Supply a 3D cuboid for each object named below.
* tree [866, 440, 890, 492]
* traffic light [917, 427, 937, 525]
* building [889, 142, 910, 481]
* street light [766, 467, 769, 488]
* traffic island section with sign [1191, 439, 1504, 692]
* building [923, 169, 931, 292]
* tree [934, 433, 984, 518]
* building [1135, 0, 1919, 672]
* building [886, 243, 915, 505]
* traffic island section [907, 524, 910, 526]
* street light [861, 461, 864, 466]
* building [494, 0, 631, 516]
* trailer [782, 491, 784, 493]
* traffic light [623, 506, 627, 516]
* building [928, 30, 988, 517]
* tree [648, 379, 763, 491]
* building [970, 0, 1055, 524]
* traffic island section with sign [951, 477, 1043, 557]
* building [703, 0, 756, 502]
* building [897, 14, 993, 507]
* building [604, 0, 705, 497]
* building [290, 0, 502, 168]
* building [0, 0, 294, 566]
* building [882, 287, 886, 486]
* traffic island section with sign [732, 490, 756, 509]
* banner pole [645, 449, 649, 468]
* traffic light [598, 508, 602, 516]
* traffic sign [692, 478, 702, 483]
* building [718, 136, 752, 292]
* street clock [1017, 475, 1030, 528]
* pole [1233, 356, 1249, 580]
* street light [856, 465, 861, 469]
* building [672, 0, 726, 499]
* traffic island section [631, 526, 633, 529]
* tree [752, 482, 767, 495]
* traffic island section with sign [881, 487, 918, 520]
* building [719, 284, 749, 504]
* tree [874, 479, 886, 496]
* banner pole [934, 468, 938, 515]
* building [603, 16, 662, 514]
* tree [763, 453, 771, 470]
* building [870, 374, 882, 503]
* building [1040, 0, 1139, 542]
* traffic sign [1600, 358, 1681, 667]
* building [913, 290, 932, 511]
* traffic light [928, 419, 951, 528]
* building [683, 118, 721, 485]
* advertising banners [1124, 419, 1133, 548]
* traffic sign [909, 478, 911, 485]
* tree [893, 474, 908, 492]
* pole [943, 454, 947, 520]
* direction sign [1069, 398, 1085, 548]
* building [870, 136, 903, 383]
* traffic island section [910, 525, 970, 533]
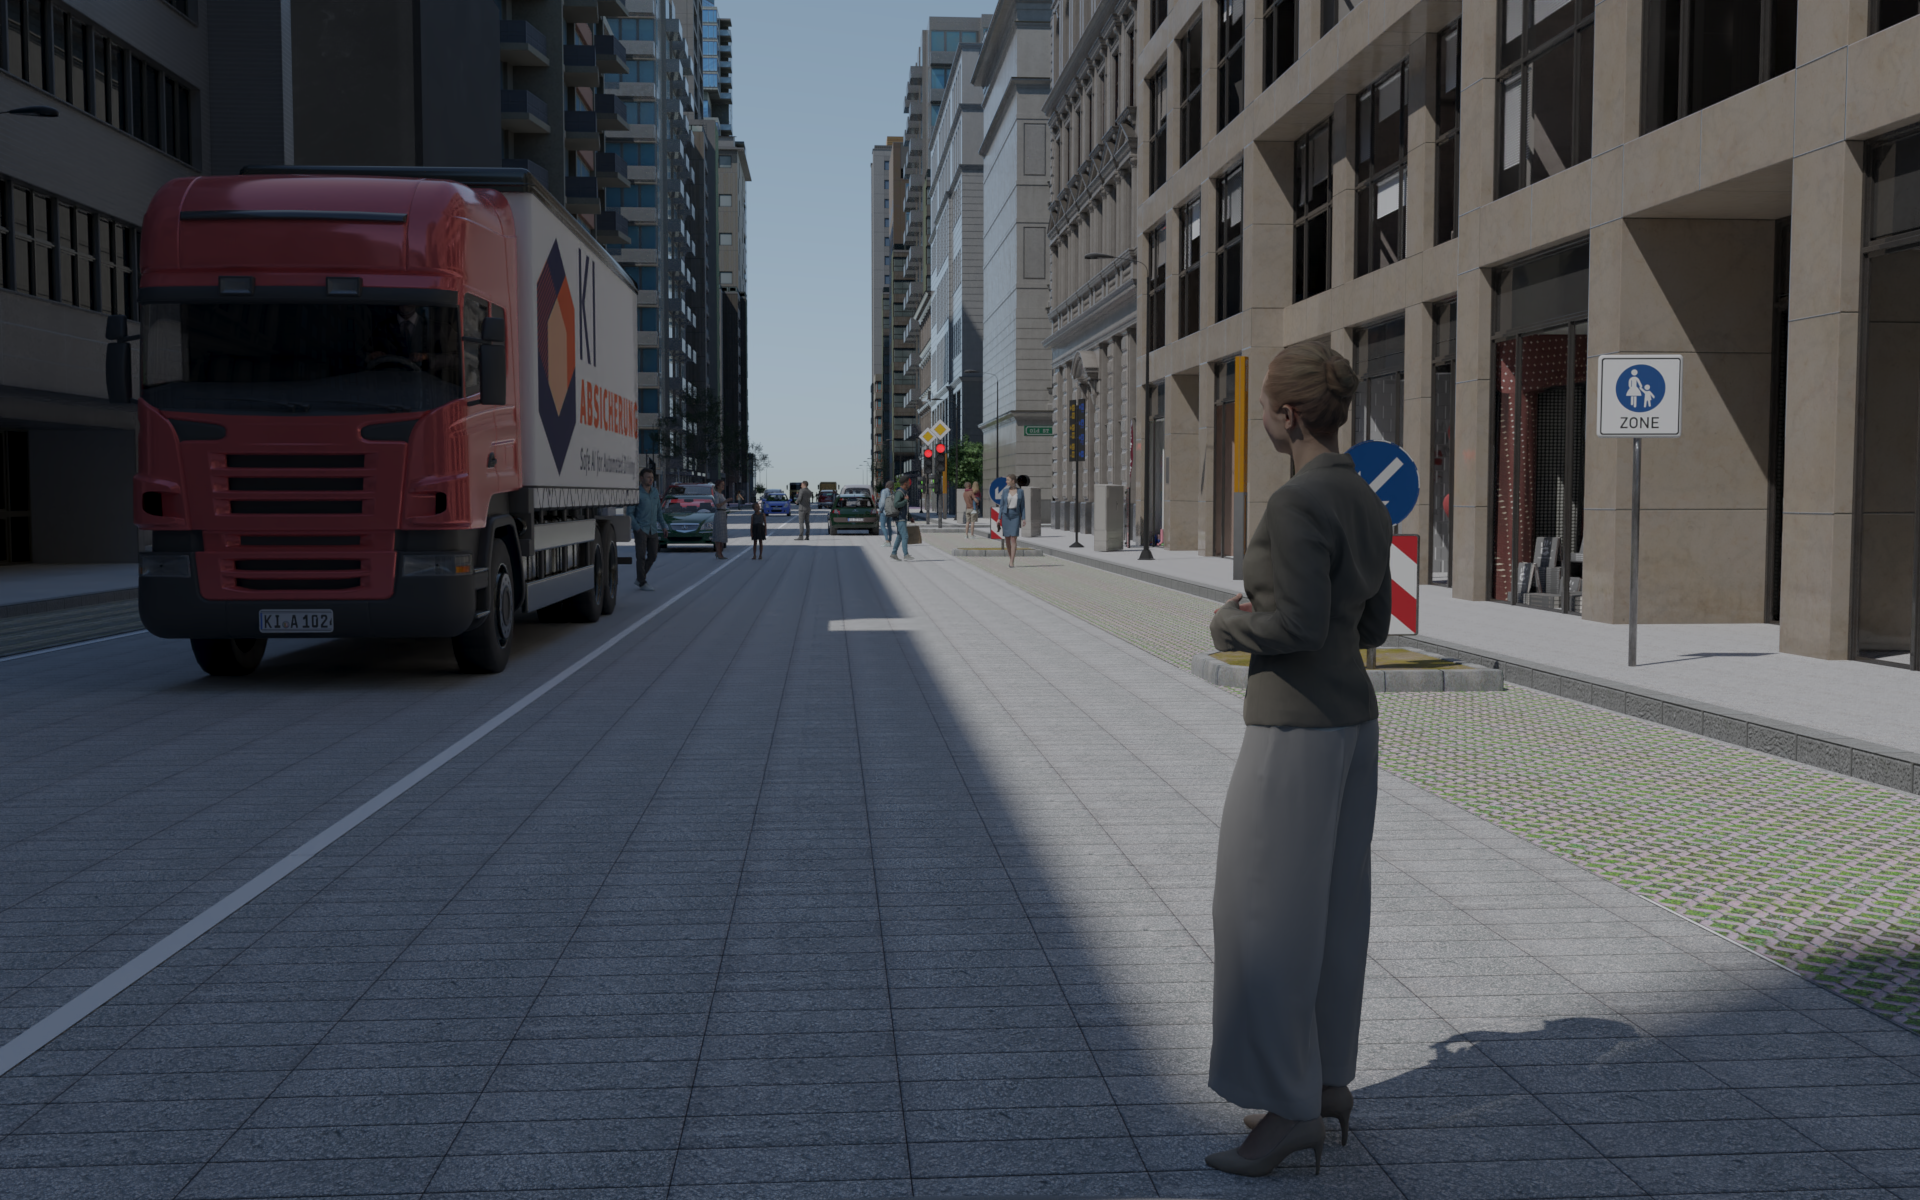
[{"bbox_3d":[-10.515,-17.253,232.441,4.360,8.622,3.978,0,3,0],"label":"tree"},{"bbox_3d":[-1.366,-5.129,72.776,0.839,4.253,0.868,0,4,-4],"label":"traffic light"},{"bbox_3d":[-1.648,-34.600,215.827,14.600,45.320,14.200,0,4,-4],"label":"building"},{"bbox_3d":[-32.242,-19.637,293.601,1.470,5.913,1.316,0,4,-4],"label":"street light"},{"bbox_3d":[2.860,-0.290,13.363,1.989,1.847,2.006,0,4,-4],"label":"traffic island section with sign"},{"bbox_3d":[3.597,-23.560,156.909,14.160,30.474,14.107,0,4,-4],"label":"building"},{"bbox_3d":[0.371,-6.651,92.462,4.285,4.588,4.351,0,3,0],"label":"tree"},{"bbox_3d":[15.264,-13.577,26.505,19.350,26.468,34.151,0,4,-4],"label":"building"},{"bbox_3d":[-0.964,-26.267,201.171,14.160,30.474,14.107,0,4,-4],"label":"building"},{"bbox_3d":[-1.325,-3.096,72.893,2.009,0.180,2.903,0,4,-4],"label":"traffic island section"},{"bbox_3d":[-12.892,-16.590,243.779,1.470,5.913,1.316,0,4,-4],"label":"street light"},{"bbox_3d":[-28.184,-26.301,84.644,22.147,44.769,28.867,0,4,-4],"label":"building"},{"bbox_3d":[-30.780,-17.751,297.282,1.471,1.999,3.904,0,4,-3],"label":"trailer"},{"bbox_3d":[-13.890,-5.070,71.814,0.839,4.253,0.868,0,4,-4],"label":"traffic light"},{"bbox_3d":[4.358,-20.500,112.674,11.434,29.767,29.804,0,4,-4],"label":"building"},{"bbox_3d":[-21.850,-12.677,141.677,8.767,10.594,7.601,1,4,14],"label":"tree"},{"bbox_3d":[23.161,-18.747,82.927,44.131,29.872,17.030,0,4,-4],"label":"building"},{"bbox_3d":[0.824,-1.935,40.272,1.989,1.847,2.006,0,4,-4],"label":"traffic island section with sign"},{"bbox_3d":[-44.934,-59.509,285.635,22.319,86.520,31.000,0,4,-4],"label":"building"},{"bbox_3d":[5.627,-34.201,178.799,23.786,49.044,30.456,0,4,-4],"label":"building"},{"bbox_3d":[-36.330,-33.065,160.227,23.786,49.044,30.456,0,4,-4],"label":"building"},{"bbox_3d":[-23.870,-13.815,55.558,15.834,23.373,12.332,0,4,-4],"label":"building"},{"bbox_3d":[-20.329,-12.455,22.711,14.314,24.678,30.058,0,4,-4],"label":"building"},{"bbox_3d":[-3.923,-28.749,241.742,14.160,30.474,14.107,0,4,-4],"label":"building"},{"bbox_3d":[-21.424,-9.911,170.673,1.989,1.847,2.006,0,4,-4],"label":"traffic island section with sign"},{"bbox_3d":[-17.548,-6.563,97.323,0.401,3.779,0.863,0,4,1],"label":"banner pole"},{"bbox_3d":[-13.286,-4.583,63.851,0.839,4.253,0.868,0,4,-4],"label":"traffic light"},{"bbox_3d":[-20.347,-8.200,134.180,0.768,2.556,0.104,0,4,3],"label":"traffic sign"},{"bbox_3d":[-45.716,-40.862,257.330,28.713,52.752,27.495,0,4,-4],"label":"building"},{"bbox_3d":[2.370,-3.683,64.794,0.471,2.002,0.358,2,4,29],"label":"street clock"},{"bbox_3d":[4.178,-1.952,25.753,0.158,3.312,0.155,0,3,0],"label":"pole"},{"bbox_3d":[-17.713,-20.460,307.061,1.470,5.913,1.316,0,4,-4],"label":"street light"},{"bbox_3d":[-37.827,-46.557,199.452,20.563,71.187,20.611,0,4,-4],"label":"building"},{"bbox_3d":[-13.931,-3.038,71.945,2.009,0.180,2.903,0,4,-4],"label":"traffic island section"},{"bbox_3d":[-29.823,-16.015,256.446,1.663,3.219,1.824,0,3,0],"label":"tree"},{"bbox_3d":[-3.368,-5.315,95.531,1.989,1.847,2.006,0,4,-4],"label":"traffic island section with sign"},{"bbox_3d":[-36.407,-28.473,237.231,14.160,30.474,14.107,0,4,-4],"label":"building"},{"bbox_3d":[-9.906,-13.477,214.950,1.663,3.219,1.824,0,3,0],"label":"tree"},{"bbox_3d":[-1.431,-7.006,104.568,0.401,3.779,0.863,-1,4,-16],"label":"banner pole"},{"bbox_3d":[-37.393,-26.096,118.551,32.217,40.220,23.993,0,4,-4],"label":"building"},{"bbox_3d":[-28.160,-17.496,220.474,8.767,10.594,7.601,-1,4,-16],"label":"tree"},{"bbox_3d":[0.519,-25.661,264.596,27.650,21.520,28.899,0,4,-4],"label":"building"},{"bbox_3d":[8.817,-13.784,54.252,11.050,23.489,19.941,0,4,-4],"label":"building"},{"bbox_3d":[5.003,-0.654,12.823,0.606,2.300,0.079,0,4,3],"label":"traffic sign"},{"bbox_3d":[1.966,-16.725,138.075,10.561,19.102,19.286,0,4,-4],"label":"building"},{"bbox_3d":[-0.762,-4.642,64.814,0.839,4.253,0.868,0,4,-4],"label":"traffic light"},{"bbox_3d":[-32.926,-30.567,183.372,14.154,41.232,14.086,0,4,-4],"label":"building"},{"bbox_3d":[4.020,-2.754,41.221,0.090,3.025,2.074,0,4,2],"label":"advertising banners"},{"bbox_3d":[-4.061,-8.001,130.920,0.768,2.556,0.104,0,4,0],"label":"traffic sign"},{"bbox_3d":[-5.202,-9.809,154.975,1.663,3.219,1.824,0,3,0],"label":"tree"},{"bbox_3d":[-0.766,-5.717,87.310,0.158,3.312,0.155,0,3,0],"label":"pole"},{"bbox_3d":[2.802,-3.027,41.486,0.379,3.537,0.876,-1,4,-20],"label":"direction sign"},{"bbox_3d":[-4.397,-45.852,291.678,21.231,58.520,28.212,0,4,-4],"label":"building"},{"bbox_3d":[-0.721,-2.609,64.931,2.009,0.180,2.903,0,4,-4],"label":"traffic island section"}]
